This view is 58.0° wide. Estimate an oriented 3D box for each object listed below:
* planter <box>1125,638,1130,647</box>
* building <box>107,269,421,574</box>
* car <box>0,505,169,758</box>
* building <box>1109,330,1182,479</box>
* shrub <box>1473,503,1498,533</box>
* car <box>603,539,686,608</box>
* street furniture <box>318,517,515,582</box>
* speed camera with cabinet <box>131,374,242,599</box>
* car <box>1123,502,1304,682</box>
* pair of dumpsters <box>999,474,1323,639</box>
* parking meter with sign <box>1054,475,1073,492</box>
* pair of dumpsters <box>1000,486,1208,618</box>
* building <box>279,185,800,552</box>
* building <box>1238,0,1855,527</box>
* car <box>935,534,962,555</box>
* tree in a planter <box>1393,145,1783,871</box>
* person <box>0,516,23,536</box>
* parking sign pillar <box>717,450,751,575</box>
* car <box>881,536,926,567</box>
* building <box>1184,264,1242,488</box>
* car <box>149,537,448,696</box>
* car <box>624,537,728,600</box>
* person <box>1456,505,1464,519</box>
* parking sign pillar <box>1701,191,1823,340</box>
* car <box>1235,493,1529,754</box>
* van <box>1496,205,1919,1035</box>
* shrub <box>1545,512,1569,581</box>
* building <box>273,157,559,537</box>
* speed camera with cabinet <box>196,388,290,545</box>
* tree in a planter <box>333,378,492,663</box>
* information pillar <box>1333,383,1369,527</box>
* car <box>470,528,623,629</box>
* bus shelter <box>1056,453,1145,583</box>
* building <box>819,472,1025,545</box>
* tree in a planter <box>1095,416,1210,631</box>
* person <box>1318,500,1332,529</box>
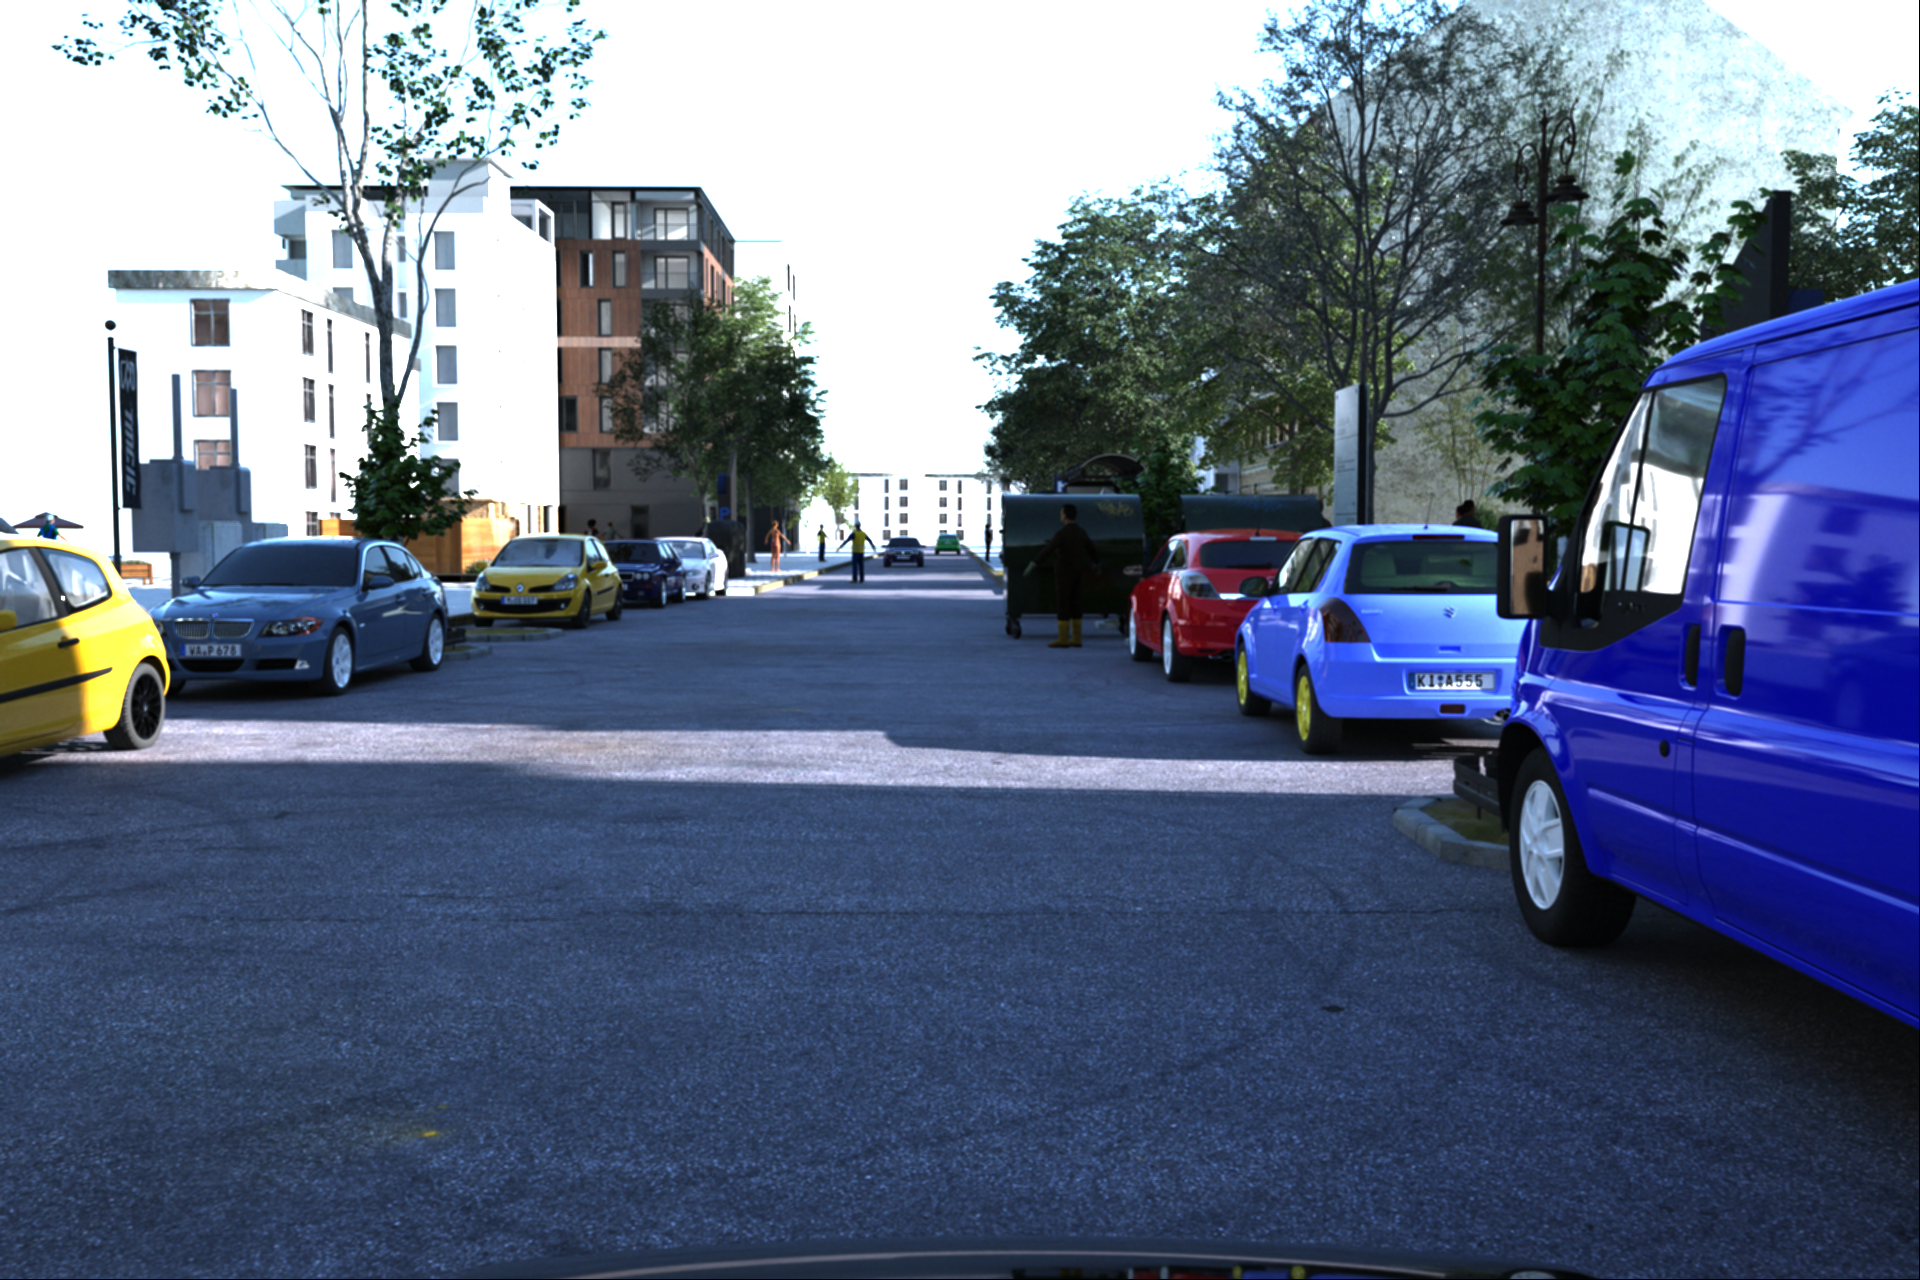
[{"bbox_3d":[3.130,-0.055,22.044,1.991,0.319,1.994,0,4,-1],"label":"planter"},{"bbox_3d":[-26.391,-7.766,69.122,9.099,9.664,28.070,0,4,-1],"label":"building"},{"bbox_3d":[-6.242,0.005,10.148,2.015,1.641,3.980,0,4,-1],"label":"car"},{"bbox_3d":[23.486,-20.320,163.157,19.493,23.208,18.063,0,4,-1],"label":"building"},{"bbox_3d":[12.980,-2.404,43.350,1.661,2.075,1.752,0,3,0],"label":"shrub"},{"bbox_3d":[-6.585,-1.355,34.736,1.945,1.354,3.894,0,4,0],"label":"car"},{"bbox_3d":[-14.112,-2.603,49.413,9.812,1.723,11.010,0,4,3],"label":"street furniture"},{"bbox_3d":[-9.880,-1.702,22.164,0.660,3.252,2.038,0,4,-1],"label":"speed camera with cabinet"},{"bbox_3d":[2.856,-0.565,18.277,2.155,1.783,4.494,0,4,-1],"label":"car"},{"bbox_3d":[2.756,-1.178,24.213,4.436,2.255,1.574,0,4,-1],"label":"pair of dumpsters"},{"bbox_3d":[3.094,-3.321,50.554,0.543,3.016,1.738,0,4,-2],"label":"parking meter with sign"},{"bbox_3d":[2.903,-1.519,29.782,4.436,2.255,1.574,0,3,0],"label":"pair of dumpsters"},{"bbox_3d":[-26.070,-16.771,118.182,27.936,21.610,32.646,0,4,-1],"label":"building"},{"bbox_3d":[22.300,-14.702,71.307,19.493,23.208,18.063,0,4,0],"label":"building"},{"bbox_3d":[-0.855,-6.927,122.051,1.959,1.807,4.718,0,3,0],"label":"car"},{"bbox_3d":[3.112,-0.659,8.004,1.991,3.239,1.994,0,3,0],"label":"tree in a planter"},{"bbox_3d":[-9.054,-0.582,15.983,1.216,1.778,0.721,-3,5,-44],"label":"person"},{"bbox_3d":[-7.394,-4.075,55.092,1.447,3.967,1.447,0,4,1],"label":"parking sign pillar"},{"bbox_3d":[-2.462,-3.885,76.096,1.945,1.354,3.894,0,4,-1],"label":"car"},{"bbox_3d":[20.612,-16.032,118.545,16.016,20.090,11.380,0,4,0],"label":"building"},{"bbox_3d":[-6.340,-0.297,16.851,2.014,1.417,4.499,0,3,0],"label":"car"},{"bbox_3d":[-6.398,-1.645,39.251,2.083,1.381,4.827,0,4,0],"label":"car"},{"bbox_3d":[9.279,-1.591,32.166,1.344,1.810,0.704,-2,4,-27],"label":"person"},{"bbox_3d":[6.578,-1.582,14.340,1.447,3.967,1.447,0,4,0],"label":"parking sign pillar"},{"bbox_3d":[3.059,-0.183,12.581,1.945,1.707,3.694,0,4,0],"label":"car"},{"bbox_3d":[2.959,0.006,4.294,2.240,2.365,5.245,0,4,-1],"label":"van"},{"bbox_3d":[16.100,-2.639,47.573,1.690,2.028,1.600,0,3,0],"label":"shrub"},{"bbox_3d":[-28.463,-14.181,88.276,16.016,20.090,11.380,0,4,0],"label":"building"},{"bbox_3d":[-10.068,-1.833,24.299,0.660,3.252,2.038,0,4,-1],"label":"speed camera with cabinet"},{"bbox_3d":[-6.588,-1.400,20.107,1.991,3.239,1.994,0,4,1],"label":"tree in a planter"},{"bbox_3d":[6.260,-2.232,27.801,0.184,3.620,1.656,0,4,0],"label":"information pillar"},{"bbox_3d":[-6.489,-1.050,27.395,2.015,1.641,3.980,0,4,0],"label":"car"},{"bbox_3d":[3.767,-3.195,46.169,2.014,3.302,5.546,0,4,-1],"label":"bus shelter"},{"bbox_3d":[-5.014,-17.810,235.800,28.070,9.664,9.099,0,4,-3],"label":"building"},{"bbox_3d":[3.079,-1.783,26.371,1.991,3.239,1.994,0,4,1],"label":"tree in a planter"},{"bbox_3d":[5.426,-1.243,26.502,1.348,1.807,0.705,-3,4,-37],"label":"person"}]
